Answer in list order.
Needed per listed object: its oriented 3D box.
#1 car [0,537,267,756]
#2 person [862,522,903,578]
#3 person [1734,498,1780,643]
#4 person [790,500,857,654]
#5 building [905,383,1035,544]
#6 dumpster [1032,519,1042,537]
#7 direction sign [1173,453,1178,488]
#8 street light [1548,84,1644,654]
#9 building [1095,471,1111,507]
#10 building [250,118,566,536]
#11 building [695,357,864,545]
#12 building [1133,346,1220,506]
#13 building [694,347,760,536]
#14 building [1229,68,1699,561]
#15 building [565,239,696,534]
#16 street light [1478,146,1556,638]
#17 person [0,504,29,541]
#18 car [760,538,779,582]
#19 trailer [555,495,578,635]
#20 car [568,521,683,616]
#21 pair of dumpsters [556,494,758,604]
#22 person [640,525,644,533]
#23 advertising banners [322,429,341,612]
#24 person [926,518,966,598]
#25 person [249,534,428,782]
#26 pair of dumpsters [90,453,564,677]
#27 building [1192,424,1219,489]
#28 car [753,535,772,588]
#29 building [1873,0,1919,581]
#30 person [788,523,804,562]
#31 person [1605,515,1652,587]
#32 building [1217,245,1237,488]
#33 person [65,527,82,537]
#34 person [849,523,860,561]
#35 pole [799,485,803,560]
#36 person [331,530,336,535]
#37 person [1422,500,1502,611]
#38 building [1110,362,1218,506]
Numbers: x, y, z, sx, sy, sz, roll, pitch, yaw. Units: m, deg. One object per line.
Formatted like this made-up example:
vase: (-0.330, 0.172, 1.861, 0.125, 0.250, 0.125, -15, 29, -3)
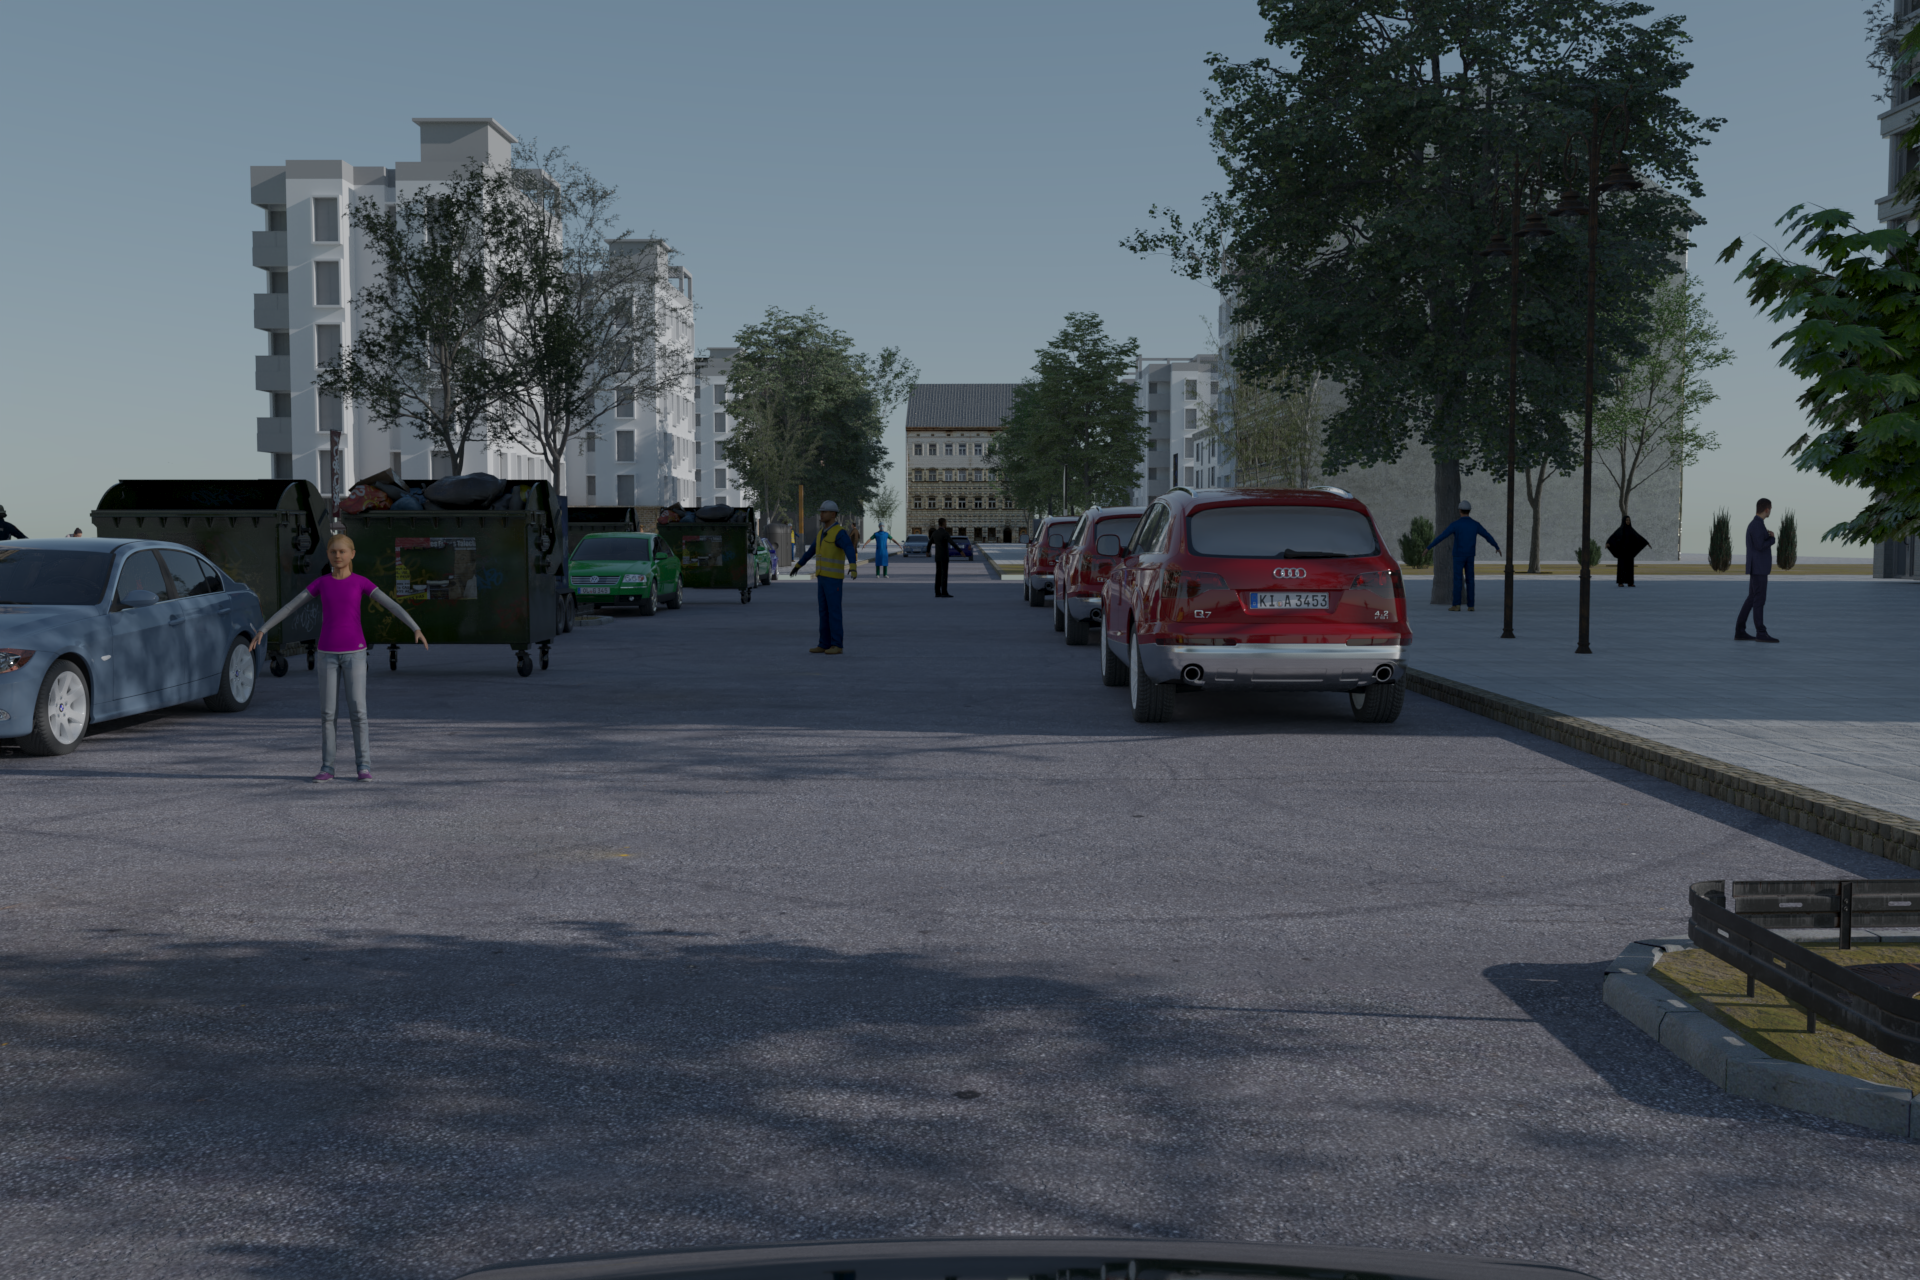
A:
car: (-6.648, -0.043, 12.704, 2.014, 1.417, 4.499, 0, 3, 0)
person: (-2.547, -2.923, 56.373, 1.347, 1.817, 0.704, -1, 4, -12)
person: (9.520, -0.837, 20.644, 0.530, 1.710, 0.541, 2, 4, 31)
person: (-1.586, -0.754, 20.757, 0.705, 1.833, 1.349, -3, 4, -38)
building: (1.761, -25.550, 251.131, 18.063, 23.208, 19.493, 0, 4, 2)
dumpster: (2.915, -2.460, 48.441, 1.865, 1.857, 1.264, 0, 3, 0)
direction sign: (6.074, -3.480, 48.898, 0.379, 3.537, 0.876, 0, 3, 0)
street light: (6.707, -2.793, 18.449, 0.468, 5.910, 1.993, 0, 3, 0)
building: (23.162, -17.559, 229.233, 9.099, 9.664, 28.070, 0, 4, 1)
building: (-26.208, -13.687, 80.196, 16.016, 20.090, 11.380, 0, 3, 0)
building: (-26.991, -22.784, 216.497, 27.936, 21.610, 32.646, 0, 4, 0)
building: (23.474, -19.939, 182.424, 16.016, 20.090, 11.380, 0, 4, 0)
building: (-27.062, -19.579, 176.535, 16.016, 20.090, 11.380, 0, 4, 1)
building: (25.214, -15.916, 91.151, 19.493, 23.208, 18.063, 0, 4, 0)
building: (-24.248, -15.653, 112.352, 16.016, 20.090, 11.380, 0, 4, 1)
street light: (6.763, -2.961, 21.196, 0.468, 5.910, 1.993, 0, 4, 0)
person: (-18.276, -1.658, 32.983, 1.351, 1.845, 0.704, -1, 4, -21)
car: (-6.509, -2.438, 52.448, 1.945, 1.354, 3.894, 0, 3, 0)
trailer: (-6.365, -1.043, 24.103, 1.471, 1.999, 3.904, 0, 3, 0)
car: (-6.220, -1.401, 31.697, 1.959, 1.807, 4.718, 0, 3, 0)
pair of dumpsters: (-6.448, -1.884, 35.749, 4.436, 2.255, 1.574, 0, 4, 0)
person: (-15.541, -4.716, 83.912, 0.721, 1.733, 1.217, 0, 4, -3)
advertising banners: (-10.464, -1.969, 28.376, 0.090, 3.025, 2.074, 0, 4, 0)
person: (-0.382, -1.863, 39.149, 0.704, 1.802, 1.346, -3, 5, -40)
person: (-3.581, 0.105, 10.008, 0.991, 1.433, 0.599, -1, 4, -9)
pair of dumpsters: (-6.395, -0.779, 17.690, 4.436, 2.255, 1.574, 0, 4, 0)
building: (24.071, -11.591, 131.666, 9.099, 9.664, 28.070, 0, 4, 0)
car: (-6.200, -2.345, 47.131, 1.959, 1.807, 4.718, 0, 4, 1)
building: (28.304, -11.683, 37.700, 8.464, 21.280, 15.925, 0, 4, 1)
person: (-7.772, -4.467, 79.492, 1.216, 1.772, 0.721, -1, 4, -23)
person: (16.202, -2.155, 42.020, 1.214, 1.737, 0.721, -1, 4, -9)
building: (22.221, -15.751, 113.940, 16.016, 20.090, 11.380, 0, 4, 0)
person: (-21.002, -1.935, 40.874, 0.799, 1.438, 0.628, -1, 4, -9)
person: (-5.025, -4.628, 81.810, 0.704, 1.812, 1.346, 2, 4, 26)
pole: (-6.628, -4.796, 72.265, 0.158, 3.312, 0.155, 0, 3, 0)
person: (-22.587, -3.383, 61.504, 1.347, 1.806, 0.705, -2, 4, -28)
person: (8.374, -1.402, 28.799, 1.347, 1.842, 0.705, 0, 4, -3)
building: (22.416, -20.942, 198.828, 16.016, 20.090, 11.380, 0, 4, 0)
